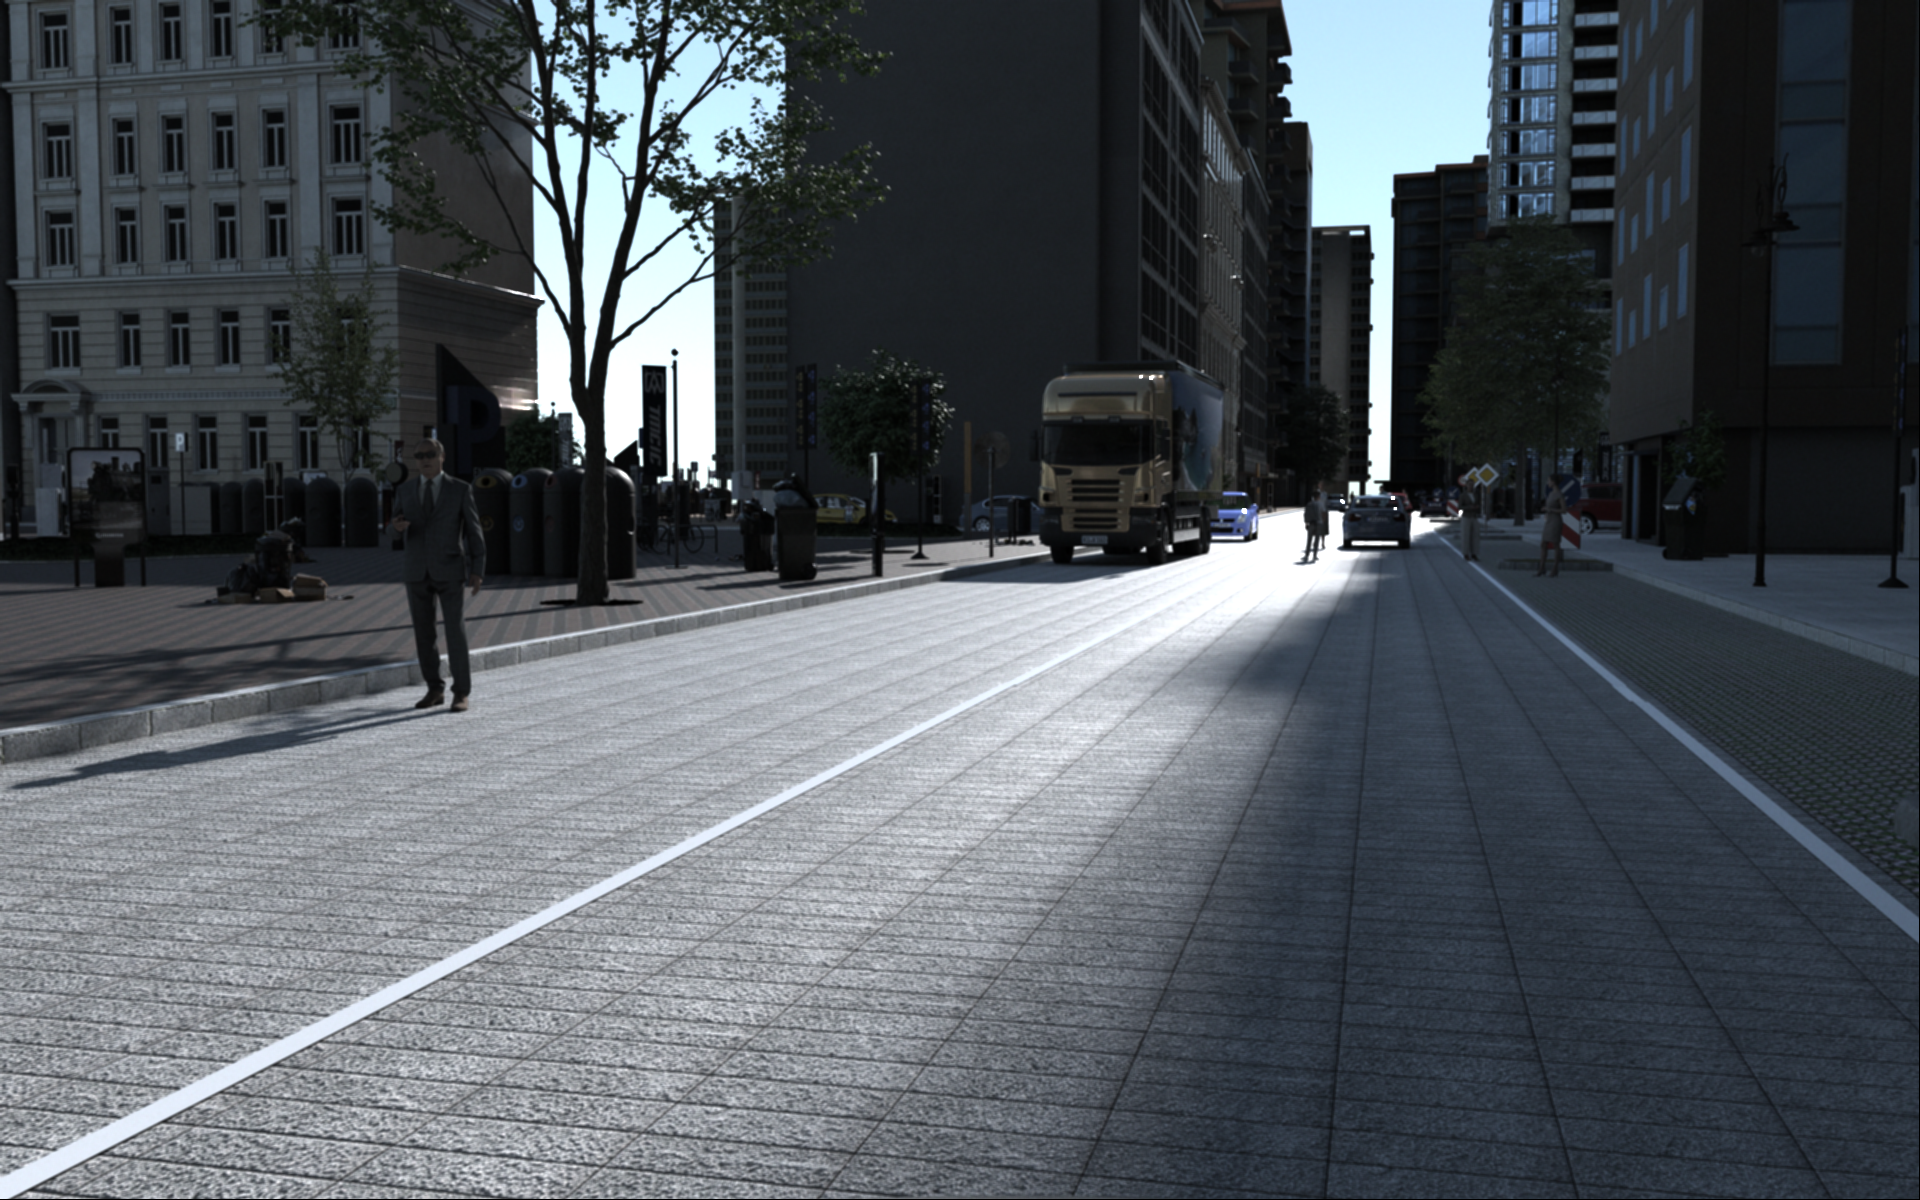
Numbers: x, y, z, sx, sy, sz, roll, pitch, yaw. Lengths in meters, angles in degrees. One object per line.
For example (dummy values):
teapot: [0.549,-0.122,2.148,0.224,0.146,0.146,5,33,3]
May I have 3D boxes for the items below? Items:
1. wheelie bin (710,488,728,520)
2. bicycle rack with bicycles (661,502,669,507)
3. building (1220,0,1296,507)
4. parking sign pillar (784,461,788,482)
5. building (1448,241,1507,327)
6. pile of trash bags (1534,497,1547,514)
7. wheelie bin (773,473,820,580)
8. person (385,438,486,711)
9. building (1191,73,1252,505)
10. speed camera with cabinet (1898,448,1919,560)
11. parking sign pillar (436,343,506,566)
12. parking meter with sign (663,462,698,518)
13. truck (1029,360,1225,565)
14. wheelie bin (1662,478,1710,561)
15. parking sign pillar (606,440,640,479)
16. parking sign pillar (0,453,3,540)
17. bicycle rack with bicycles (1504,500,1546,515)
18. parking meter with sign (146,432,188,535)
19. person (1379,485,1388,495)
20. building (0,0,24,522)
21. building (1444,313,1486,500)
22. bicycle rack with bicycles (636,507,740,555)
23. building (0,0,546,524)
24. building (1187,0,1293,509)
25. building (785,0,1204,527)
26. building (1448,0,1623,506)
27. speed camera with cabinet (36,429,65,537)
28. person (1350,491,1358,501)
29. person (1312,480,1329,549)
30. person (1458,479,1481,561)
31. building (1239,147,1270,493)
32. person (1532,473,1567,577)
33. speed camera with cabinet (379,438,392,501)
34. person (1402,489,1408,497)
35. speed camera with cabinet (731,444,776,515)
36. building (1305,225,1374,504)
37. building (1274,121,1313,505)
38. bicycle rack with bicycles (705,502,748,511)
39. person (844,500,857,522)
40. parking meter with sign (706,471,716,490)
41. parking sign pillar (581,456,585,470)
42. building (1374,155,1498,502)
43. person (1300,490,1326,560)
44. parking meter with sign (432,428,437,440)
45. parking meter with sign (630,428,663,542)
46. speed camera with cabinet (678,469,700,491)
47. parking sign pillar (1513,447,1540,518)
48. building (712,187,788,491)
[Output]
wheelie bin: [-12.117,-4.819,86.690,0.693,1.594,0.980,3,4,38]
bicycle rack with bicycles: [-14.345,-4.190,81.895,2.925,0.926,2.852,0,4,-1]
building: [24.410,-45.311,179.083,20.563,71.187,20.611,1,4,14]
parking sign pillar: [-9.314,-6.688,97.824,1.447,3.967,1.447,-3,5,-44]
building: [63.056,-26.110,198.597,14.160,30.474,14.107,1,4,14]
pile of trash bags: [37.019,-6.278,112.397,1.912,1.369,3.447,0,4,-5]
wheelie bin: [-2.477,-1.112,26.093,0.693,1.594,0.980,-1,4,-9]
person: [-3.507,-0.174,11.516,0.661,1.801,0.590,0,4,-2]
building: [9.943,-18.667,102.463,12.463,27.353,25.104,1,4,14]
speed camera with cabinet: [18.667,-2.398,33.540,0.660,3.252,2.038,1,4,21]
parking sign pillar: [-8.889,-2.635,31.554,1.447,3.967,1.447,2,4,29]
parking meter with sign: [-14.983,-5.940,93.373,1.738,3.016,0.543,2,4,27]
truck: [3.990,-3.050,38.779,2.839,4.237,11.283,1,4,16]
wheelie bin: [14.119,-1.578,33.707,0.693,1.594,0.980,-1,4,-12]
parking sign pillar: [-16.575,-5.984,86.315,1.447,3.967,1.447,1,4,20]
parking sign pillar: [-20.383,-2.903,35.944,1.447,3.967,1.447,-1,4,-8]
bicycle rack with bicycles: [34.030,-5.519,103.612,2.925,0.926,2.852,-1,4,-11]
parking meter with sign: [-22.522,-3.189,48.408,0.543,3.016,1.738,3,4,37]
person: [19.117,-4.248,77.976,0.620,1.820,0.660,-2,4,-28]
building: [-51.514,-16.389,85.984,19.932,24.808,12.078,1,4,14]
building: [64.229,-20.271,176.477,27.650,21.520,28.899,1,4,14]
bicycle rack with bicycles: [-6.739,-1.485,37.655,2.852,0.926,2.925,2,4,28]
building: [-31.888,-18.099,81.824,20.117,28.700,13.634,1,4,14]
building: [17.932,-30.603,154.981,22.147,44.769,28.867,1,4,14]
building: [2.712,-17.460,78.981,14.314,27.812,24.014,1,4,14]
building: [54.003,-50.982,146.220,22.319,86.520,31.000,1,4,14]
speed camera with cabinet: [-27.218,-3.517,51.847,0.660,3.252,2.038,-1,4,-21]
person: [43.799,-11.237,192.757,0.750,1.759,0.617,-1,4,-10]
person: [9.463,-2.255,45.588,0.478,1.798,0.641,0,4,-4]
person: [10.855,-1.699,36.831,0.519,1.759,0.362,-1,4,-21]
building: [14.589,-20.379,126.696,14.314,27.812,24.014,1,4,14]
person: [10.099,-1.272,29.634,0.374,1.781,0.599,-1,4,-10]
speed camera with cabinet: [-19.437,-4.089,61.190,2.038,3.252,0.660,-2,4,-29]
person: [33.113,-7.399,129.390,0.656,1.842,0.836,0,4,-7]
speed camera with cabinet: [-8.138,-4.583,69.262,2.038,3.252,0.660,-3,5,-40]
building: [44.128,-33.336,236.920,23.993,40.220,32.217,1,4,14]
building: [34.169,-33.994,205.907,14.200,45.320,14.600,1,4,14]
bicycle rack with bicycles: [-10.513,-4.010,78.937,2.852,0.926,2.925,1,4,11]
person: [-3.966,-2.989,62.389,0.505,1.210,0.382,-1,4,-9]
parking meter with sign: [-18.624,-8.115,128.947,0.543,3.016,1.738,-1,4,-23]
parking sign pillar: [-26.033,-8.042,119.953,1.447,3.967,1.447,-3,4,-36]
building: [69.193,-34.941,225.911,28.867,44.769,22.147,1,4,14]
person: [7.662,-1.620,37.581,0.503,1.515,0.523,-1,4,-13]
parking meter with sign: [-13.093,-3.050,46.122,1.738,3.016,0.543,-2,4,-30]
parking meter with sign: [-8.513,-3.065,46.366,0.543,3.016,1.738,-2,4,-25]
speed camera with cabinet: [-18.508,-7.514,117.181,2.038,3.252,0.660,3,4,37]
parking sign pillar: [29.939,-6.301,91.500,1.447,3.967,1.447,1,4,17]
building: [-15.024,-31.610,208.703,23.993,40.220,32.217,1,4,14]
